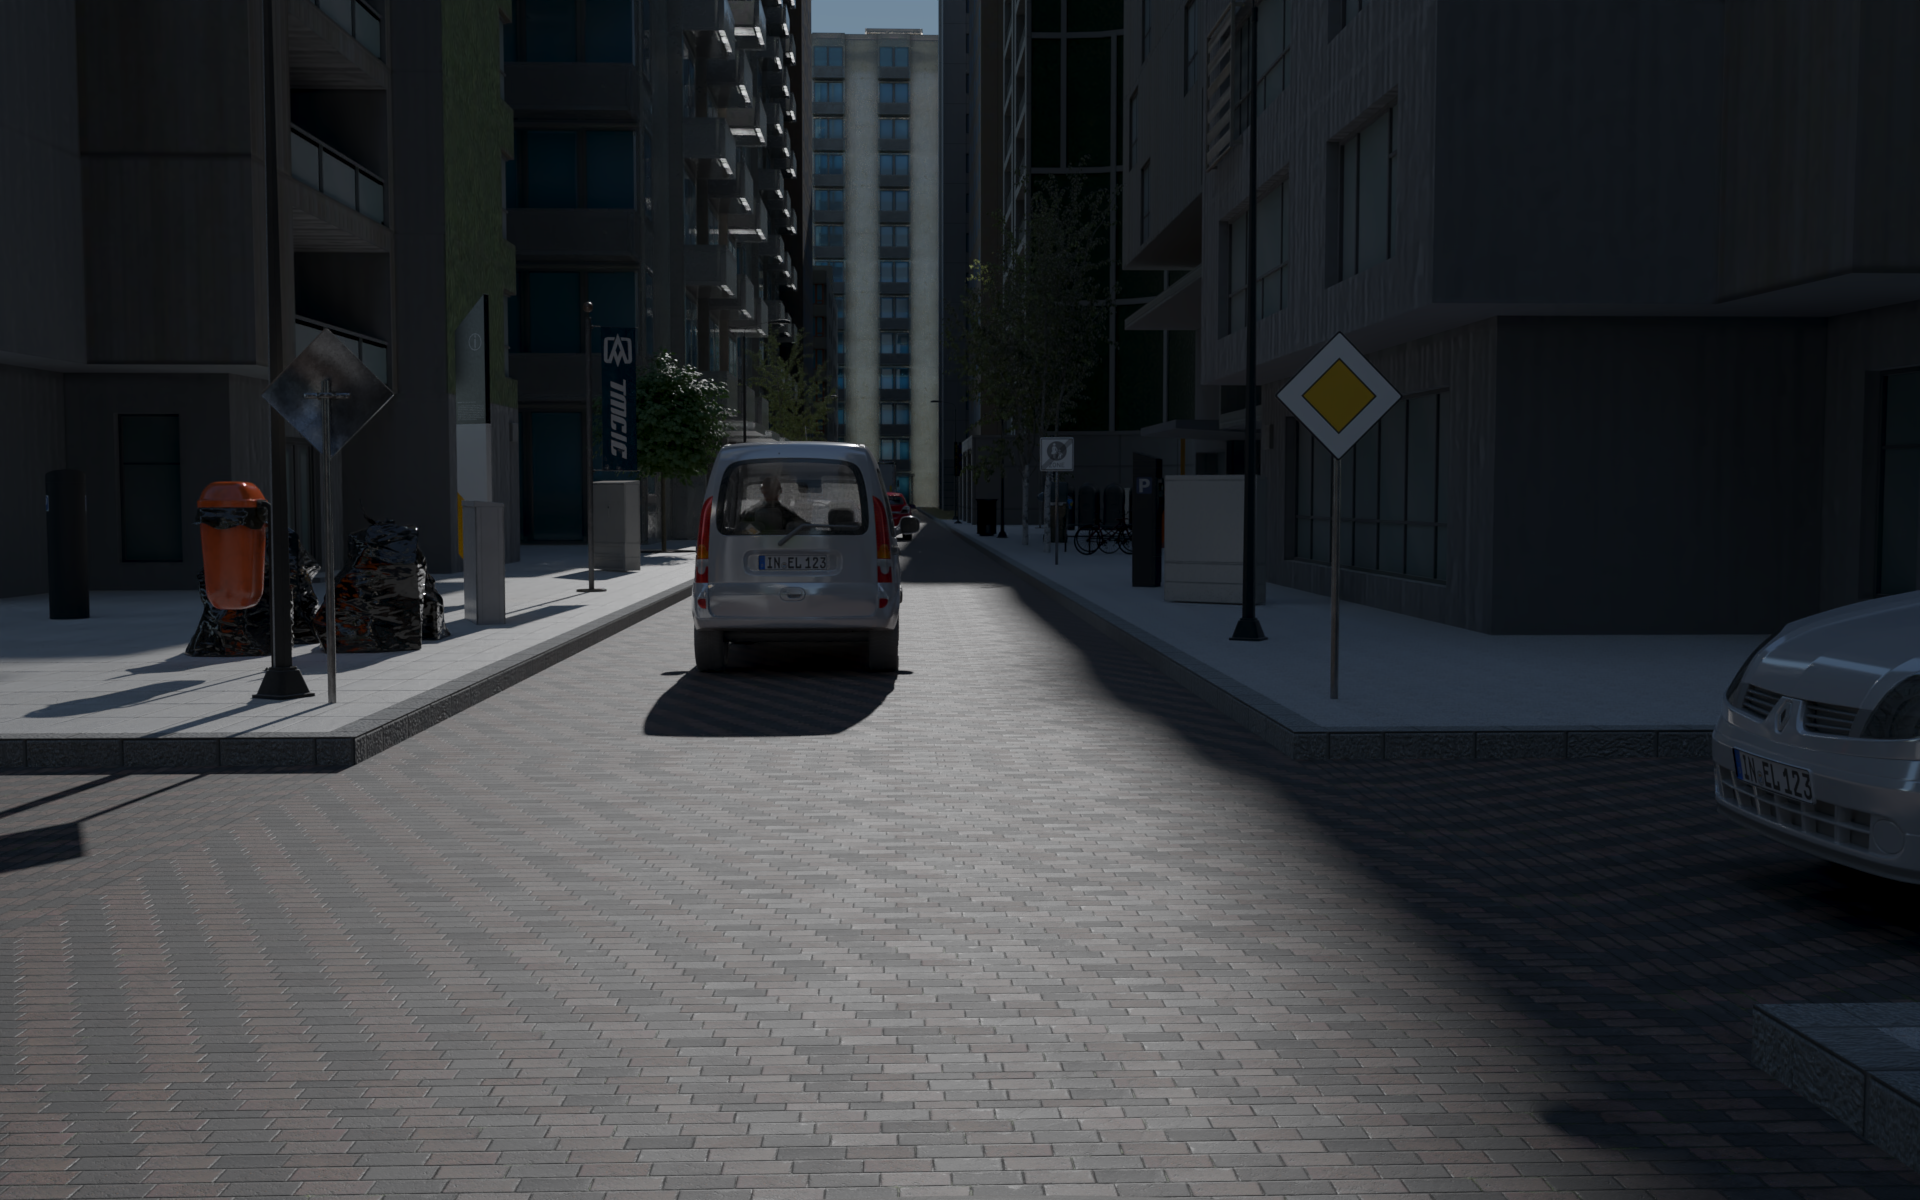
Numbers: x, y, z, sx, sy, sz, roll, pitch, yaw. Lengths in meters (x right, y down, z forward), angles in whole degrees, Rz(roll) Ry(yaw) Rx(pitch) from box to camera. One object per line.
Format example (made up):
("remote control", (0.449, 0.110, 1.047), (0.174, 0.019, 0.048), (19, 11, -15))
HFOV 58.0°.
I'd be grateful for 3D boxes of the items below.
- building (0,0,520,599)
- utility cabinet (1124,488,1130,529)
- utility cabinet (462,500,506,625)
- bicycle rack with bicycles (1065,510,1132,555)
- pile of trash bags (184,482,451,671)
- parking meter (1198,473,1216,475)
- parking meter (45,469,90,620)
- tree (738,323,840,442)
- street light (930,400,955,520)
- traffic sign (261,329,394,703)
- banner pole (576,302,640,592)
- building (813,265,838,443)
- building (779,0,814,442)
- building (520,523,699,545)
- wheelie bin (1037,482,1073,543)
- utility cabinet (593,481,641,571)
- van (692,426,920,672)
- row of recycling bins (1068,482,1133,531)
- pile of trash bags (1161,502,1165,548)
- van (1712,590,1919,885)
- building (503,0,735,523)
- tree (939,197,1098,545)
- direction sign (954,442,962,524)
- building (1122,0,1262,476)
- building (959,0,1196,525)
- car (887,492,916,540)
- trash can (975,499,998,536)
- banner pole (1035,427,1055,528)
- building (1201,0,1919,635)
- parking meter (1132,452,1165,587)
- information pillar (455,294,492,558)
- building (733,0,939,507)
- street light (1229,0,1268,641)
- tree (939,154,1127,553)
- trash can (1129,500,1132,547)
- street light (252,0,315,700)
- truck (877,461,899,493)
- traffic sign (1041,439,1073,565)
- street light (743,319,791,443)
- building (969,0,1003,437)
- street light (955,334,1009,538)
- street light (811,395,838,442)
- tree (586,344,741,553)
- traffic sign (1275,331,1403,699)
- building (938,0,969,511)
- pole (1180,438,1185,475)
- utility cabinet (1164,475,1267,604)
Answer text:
("building", (-15.115, -20.856, 24.599), (14.154, 41.232, 14.086), (0, 4, -2))
("utility cabinet", (6.100, -3.349, 63.441), (0.318, 1.500, 1.173), (-2, 4, -23))
("utility cabinet", (-4.790, -0.384, 17.443), (0.306, 1.237, 1.020), (-1, 4, -23))
("bicycle rack with bicycles", (3.579, -1.481, 37.590), (2.925, 0.926, 2.852), (-1, 4, -12))
("pile of trash bags", (-5.341, -0.260, 14.005), (1.912, 1.369, 3.447), (0, 4, -4))
("parking meter", (3.039, -0.803, 21.543), (0.372, 1.533, 0.369), (0, 3, 0))
("parking meter", (-9.180, -0.575, 17.813), (0.372, 1.533, 0.369), (0, 3, 0))
("tree", (-7.520, -7.658, 75.572), (4.737, 8.622, 4.395), (0, 3, 0))
("street light", (-0.766, -6.929, 85.831), (1.470, 5.913, 1.316), (0, 4, -2))
("traffic sign", (-3.849, -0.424, 10.567), (0.795, 2.450, 0.064), (0, 4, -2))
("banner pole", (-4.642, -2.005, 22.796), (0.863, 3.779, 0.401), (-2, 4, -23))
("building", (-25.279, -18.481, 147.204), (28.899, 21.520, 27.650), (0, 4, -2))
("building", (-17.694, -28.896, 122.562), (14.600, 45.320, 14.200), (0, 4, -2))
("building", (-17.881, -26.598, 54.490), (23.786, 49.044, 30.456), (0, 4, -2))
("wheelie bin", (2.514, -2.317, 45.798), (0.980, 1.594, 0.693), (1, 4, 9))
("utility cabinet", (-5.772, -1.233, 28.845), (0.318, 1.500, 1.173), (-3, 5, -41))
("van", (-1.356, -0.510, 15.349), (2.013, 2.044, 4.112), (0, 4, -2))
("row of recycling bins", (5.051, -3.318, 61.357), (3.534, 1.692, 1.069), (0, 4, 7))
("pile of trash bags", (4.239, -1.080, 27.418), (3.447, 1.369, 1.912), (-2, 4, -35))
("van", (4.812, 0.064, 5.970), (4.112, 2.044, 2.013), (0, 4, -2))
("building", (-21.015, -29.357, 99.592), (23.786, 49.044, 30.456), (0, 4, -2))
("tree", (1.597, -5.700, 43.560), (4.737, 8.622, 4.395), (0, 3, 0))
("direction sign", (-0.086, -5.094, 75.282), (0.379, 3.537, 0.876), (1, 4, 22))
("building", (19.224, -27.784, 43.502), (28.713, 52.752, 27.495), (0, 4, -2))
("building", (10.518, -38.922, 74.622), (20.563, 71.187, 20.611), (0, 4, -2))
("car", (-2.473, -2.845, 55.563), (2.155, 1.783, 4.494), (0, 4, -4))
("trash can", (0.816, -2.520, 52.859), (0.748, 1.137, 0.748), (0, 3, 0))
("banner pole", (3.231, -4.573, 64.792), (0.863, 3.779, 0.401), (0, 4, -7))
("building", (10.675, -20.444, 17.855), (14.086, 41.232, 14.154), (0, 4, -2))
("parking meter", (2.597, -1.112, 23.898), (0.399, 1.863, 0.255), (2, 4, 27))
("information pillar", (-5.739, -1.782, 20.485), (0.504, 3.616, 0.183), (2, 4, 28))
("building", (-6.943, -34.346, 181.171), (30.456, 49.044, 23.786), (0, 4, -2))
("street light", (1.998, -2.600, 15.052), (1.470, 5.913, 1.316), (0, 4, -2))
("tree", (1.834, -5.363, 38.047), (4.360, 8.622, 3.978), (0, 3, 0))
("trash can", (4.295, -1.749, 40.248), (0.748, 1.137, 0.748), (0, 3, 0))
("street light", (-3.734, -2.339, 10.781), (1.470, 5.913, 1.316), (0, 4, -2))
("truck", (-6.965, -10.131, 154.549), (2.839, 4.237, 11.283), (0, 4, -1))
("traffic sign", (1.750, -1.786, 31.326), (0.606, 2.300, 0.079), (0, 4, 7))
("street light", (-5.196, -4.503, 46.167), (1.470, 5.913, 1.316), (0, 4, -2))
("building", (7.702, -27.302, 96.502), (14.600, 45.320, 14.200), (0, 4, -2))
("street light", (0.698, -4.765, 50.445), (1.470, 5.913, 1.316), (0, 4, -2))
("street light", (-6.447, -6.668, 81.561), (1.470, 5.913, 1.316), (0, 4, -2))
("tree", (-6.457, -3.330, 38.152), (4.285, 4.588, 4.351), (0, 3, 0))
("traffic sign", (2.341, -0.437, 10.785), (0.795, 2.450, 0.064), (0, 4, -2))
("building", (8.663, -36.964, 146.356), (21.231, 58.520, 28.212), (0, 4, -2))
("pole", (7.760, -4.070, 60.385), (0.158, 3.312, 0.155), (0, 3, 0))
("utility cabinet", (2.990, -0.709, 20.271), (1.173, 1.500, 0.318), (2, 4, 34))
